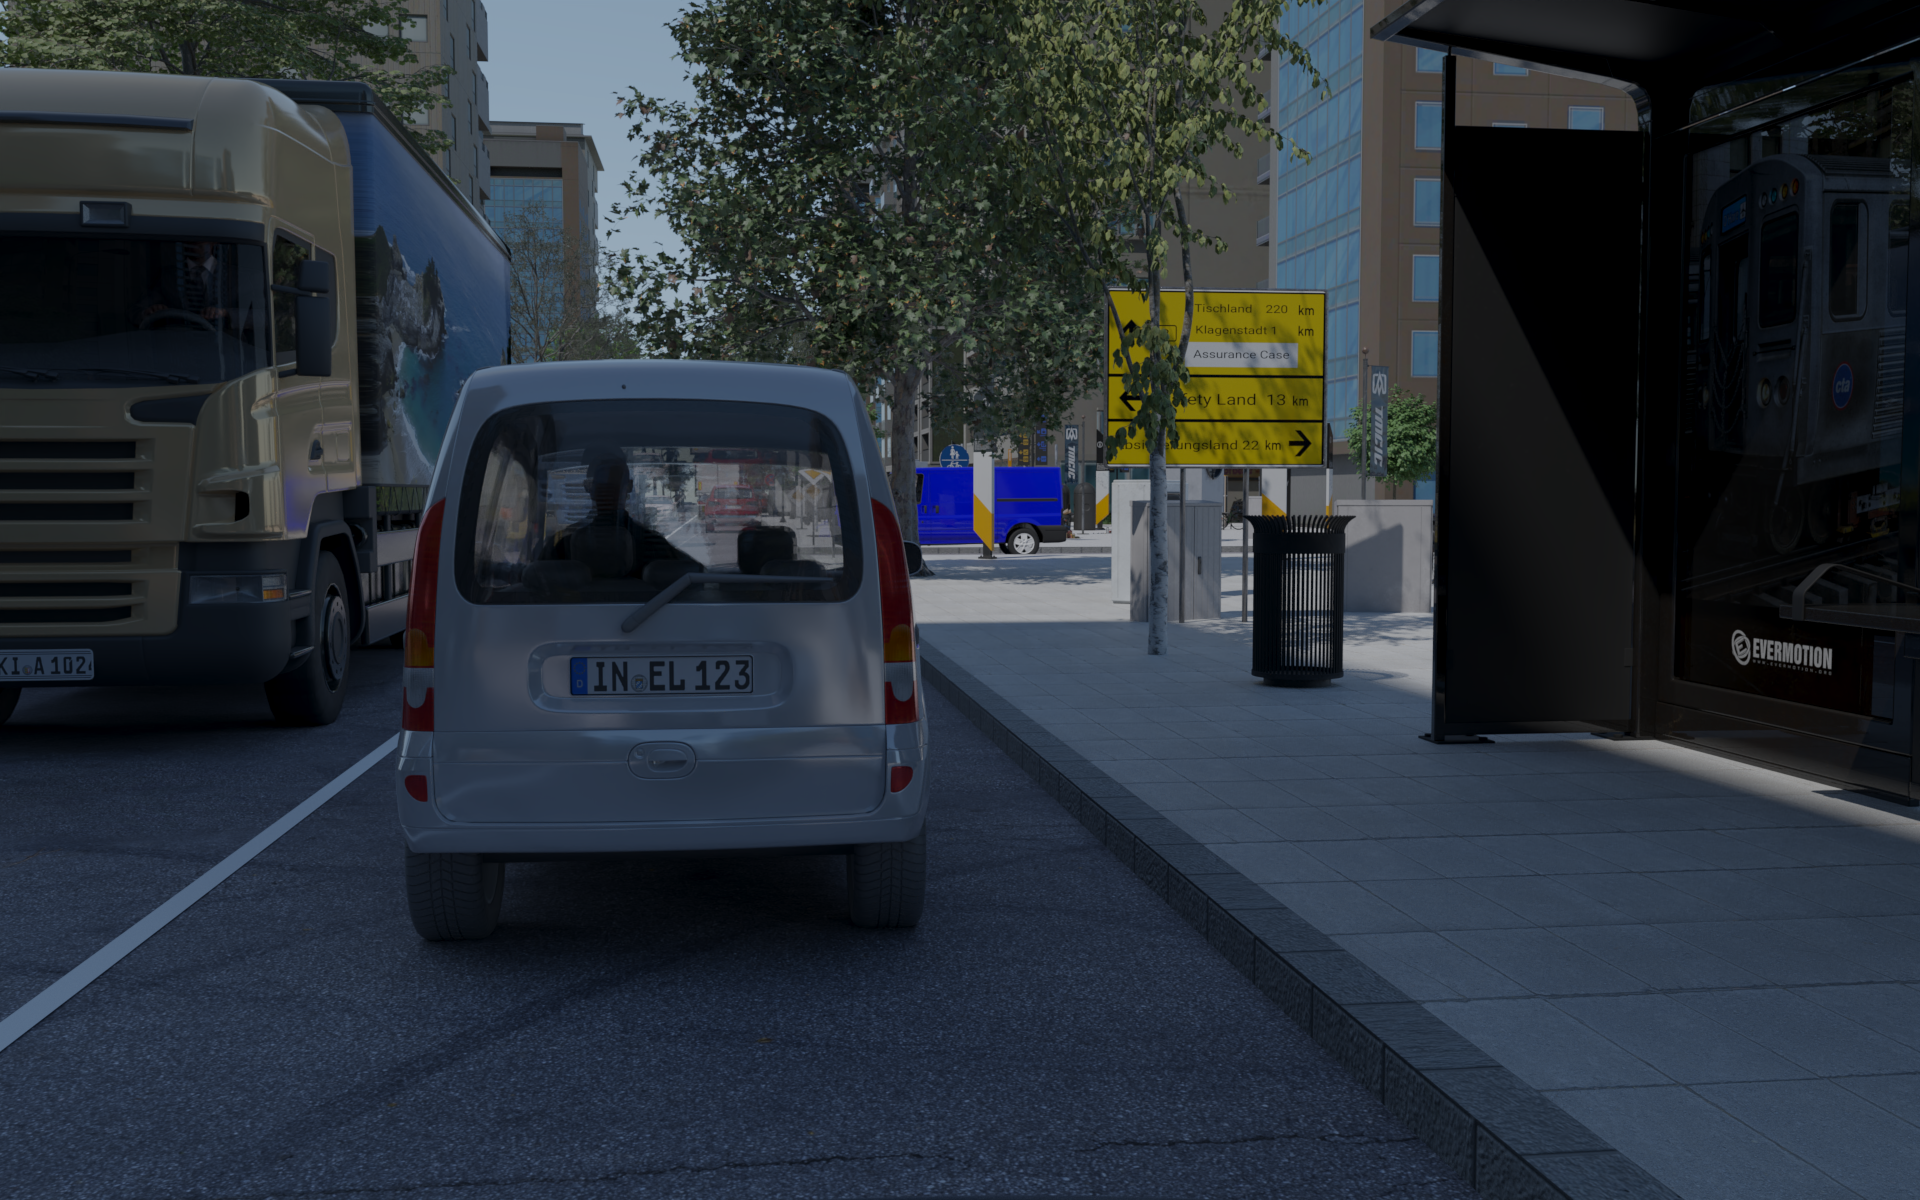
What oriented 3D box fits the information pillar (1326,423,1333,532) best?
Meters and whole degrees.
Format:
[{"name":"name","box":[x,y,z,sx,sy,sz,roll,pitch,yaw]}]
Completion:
[{"name":"information pillar","box":[12.161,-4.015,57.007,0.183,3.616,0.504,2,4,26]}]

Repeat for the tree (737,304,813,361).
[{"name":"tree","box":[-11.546,-12.388,109.198,9.857,13.997,8.962,0,3,0]}]

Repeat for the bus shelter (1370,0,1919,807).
[{"name":"bus shelter","box":[3.340,-0.896,5.925,1.731,3.624,6.357,0,4,-8]}]

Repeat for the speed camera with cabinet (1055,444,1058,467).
[{"name":"speed camera with cabinet","box":[3.445,-4.595,69.470,0.660,3.252,2.038,-1,4,-17]}]

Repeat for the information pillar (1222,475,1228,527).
[{"name":"information pillar","box":[10.348,-3.895,68.182,0.304,2.012,0.304,2,4,27]}]

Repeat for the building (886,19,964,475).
[{"name":"building","box":[4.895,-43.067,142.405,20.563,71.187,20.611,0,4,-8]}]

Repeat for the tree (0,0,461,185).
[{"name":"tree","box":[-10.933,-6.514,24.628,7.486,12.596,7.792,0,3,0]}]

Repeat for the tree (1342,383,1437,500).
[{"name":"tree","box":[12.962,-4.134,51.310,4.285,4.588,4.351,0,3,0]}]

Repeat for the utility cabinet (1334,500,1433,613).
[{"name":"utility cabinet","box":[4.600,-0.471,18.868,1.020,1.237,0.306,0,4,7]}]

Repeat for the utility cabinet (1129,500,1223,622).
[{"name":"utility cabinet","box":[2.213,-0.398,17.675,1.020,1.237,0.306,-2,4,-35]}]

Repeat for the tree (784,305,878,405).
[{"name":"tree","box":[-4.724,-6.540,57.288,4.360,8.622,3.978,0,3,0]}]

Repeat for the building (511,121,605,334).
[{"name":"building","box":[-66.046,-40.295,248.063,28.713,52.752,27.495,0,4,-8]}]

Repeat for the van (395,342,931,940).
[{"name":"van","box":[-1.098,0.001,7.003,2.013,2.044,4.112,0,4,-7]}]

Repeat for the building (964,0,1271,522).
[{"name":"building","box":[12.174,-28.463,89.070,21.300,48.544,21.600,0,4,-8]}]

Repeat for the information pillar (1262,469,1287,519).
[{"name":"information pillar","box":[6.114,-2.583,33.580,0.504,3.616,0.183,1,4,15]}]

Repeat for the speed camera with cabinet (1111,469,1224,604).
[{"name":"speed camera with cabinet","box":[2.537,-1.624,20.892,0.660,3.252,2.038,2,4,32]}]

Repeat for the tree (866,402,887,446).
[{"name":"tree","box":[-3.754,-4.129,51.222,4.285,4.588,4.351,0,3,0]}]

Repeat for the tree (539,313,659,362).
[{"name":"tree","box":[-20.582,-10.509,97.582,9.928,11.665,9.643,0,3,0]}]

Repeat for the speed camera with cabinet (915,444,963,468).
[{"name":"speed camera with cabinet","box":[-0.828,-3.154,45.912,0.660,3.252,2.038,-3,5,-40]}]

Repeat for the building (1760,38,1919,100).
[{"name":"building","box":[42.126,-25.496,66.964,14.200,45.320,14.600,0,4,-8]}]

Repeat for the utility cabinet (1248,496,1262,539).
[{"name":"utility cabinet","box":[8.637,-2.328,49.232,0.306,1.237,1.020,-2,4,-34]}]

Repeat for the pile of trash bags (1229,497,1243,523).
[{"name":"pile of trash bags","box":[11.291,-4.150,77.606,3.447,1.369,1.912,1,4,22]}]

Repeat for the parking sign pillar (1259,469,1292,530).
[{"name":"parking sign pillar","box":[11.341,-4.514,62.271,1.447,3.967,1.447,-3,5,-42]}]

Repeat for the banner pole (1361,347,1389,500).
[{"name":"banner pole","box":[7.073,-2.426,29.684,0.863,3.779,0.401,-3,4,-38]}]

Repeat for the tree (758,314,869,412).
[{"name":"tree","box":[-7.959,-9.235,85.407,7.601,10.594,8.767,-1,4,-18]}]

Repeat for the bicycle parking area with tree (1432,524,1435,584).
[{"name":"bicycle parking area with tree","box":[10.132,-2.221,23.322,8.231,4.147,9.016,0,4,7]}]

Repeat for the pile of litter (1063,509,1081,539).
[{"name":"pile of litter","box":[2.852,-2.222,50.301,1.176,0.858,1.719,-1,4,-14]}]

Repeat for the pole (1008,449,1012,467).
[{"name":"pole","box":[2.264,-5.181,78.559,0.158,3.312,0.155,0,3,0]}]

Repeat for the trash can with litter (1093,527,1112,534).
[{"name":"trash can with litter","box":[5.541,-2.737,55.805,2.233,1.210,1.678,2,4,35]}]

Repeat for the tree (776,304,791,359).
[{"name":"tree","box":[-17.948,-18.719,161.944,12.611,20.169,13.585,0,3,0]}]

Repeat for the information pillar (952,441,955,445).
[{"name":"information pillar","box":[-0.141,-5.162,75.758,0.504,3.616,0.183,0,4,-4]}]

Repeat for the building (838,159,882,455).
[{"name":"building","box":[-8.824,-35.208,225.753,14.600,45.320,14.200,0,4,-8]}]

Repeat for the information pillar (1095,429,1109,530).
[{"name":"information pillar","box":[5.117,-4.337,62.270,0.504,3.616,0.183,2,4,25]}]

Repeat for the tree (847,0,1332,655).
[{"name":"tree","box":[1.352,-3.866,13.564,4.737,8.622,4.395,0,3,0]}]

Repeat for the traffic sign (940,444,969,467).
[{"name":"traffic sign","box":[-0.141,-2.713,44.464,0.768,2.556,0.104,0,3,0]}]

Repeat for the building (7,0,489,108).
[{"name":"building","box":[-49.207,-32.790,125.359,28.713,52.752,27.495,0,4,-8]}]

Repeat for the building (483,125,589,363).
[{"name":"building","box":[-53.386,-34.498,214.157,14.600,45.320,14.200,0,4,-8]}]

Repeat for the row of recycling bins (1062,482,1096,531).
[{"name":"row of recycling bins","box":[3.171,-3.333,61.601,3.534,1.692,1.069,2,4,26]}]

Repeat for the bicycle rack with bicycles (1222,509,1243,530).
[{"name":"bicycle rack with bicycles","box":[8.921,-3.007,62.545,2.925,0.926,2.852,1,4,18]}]

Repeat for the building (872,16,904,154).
[{"name":"building","box":[2.938,-33.606,169.059,23.786,49.044,30.456,0,4,-8]}]

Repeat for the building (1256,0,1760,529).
[{"name":"building","box":[20.065,-25.337,64.378,14.200,45.320,14.600,0,4,-8]}]

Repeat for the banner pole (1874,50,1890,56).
[{"name":"banner pole","box":[4.786,-1.161,8.997,0.401,3.779,0.863,3,4,39]}]

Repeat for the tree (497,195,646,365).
[{"name":"tree","box":[-17.439,-9.899,72.226,12.009,13.543,11.850,0,3,0]}]

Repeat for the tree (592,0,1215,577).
[{"name":"tree","box":[-0.859,-6.716,26.817,9.611,12.733,9.660,0,3,0]}]

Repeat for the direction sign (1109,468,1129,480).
[{"name":"direction sign","box":[5.703,-4.335,62.882,0.876,3.537,0.379,1,4,9]}]

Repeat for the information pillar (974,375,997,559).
[{"name":"information pillar","box":[0.483,-2.620,34.187,0.504,3.616,0.183,3,5,41]}]

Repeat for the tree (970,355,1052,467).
[{"name":"tree","box":[2.400,-7.047,65.578,4.360,8.622,3.978,0,3,0]}]

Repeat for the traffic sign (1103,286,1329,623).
[{"name":"traffic sign","box":[2.529,-1.425,17.170,2.265,3.308,0.079,0,4,-7]}]

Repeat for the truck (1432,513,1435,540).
[{"name":"truck","box":[18.967,-3.178,41.718,18.799,4.110,2.967,0,4,-8]}]

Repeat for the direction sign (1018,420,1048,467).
[{"name":"direction sign","box":[1.974,-3.368,47.056,0.876,3.537,0.379,2,4,28]}]

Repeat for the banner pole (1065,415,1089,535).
[{"name":"banner pole","box":[3.690,-3.970,54.934,0.863,3.779,0.401,-1,4,-16]}]

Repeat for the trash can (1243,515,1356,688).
[{"name":"trash can","box":[2.274,0.000,11.649,0.748,1.137,0.748,0,3,0]}]

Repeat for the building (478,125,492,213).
[{"name":"building","box":[-54.774,-28.078,150.952,32.217,40.220,23.993,0,4,-8]}]

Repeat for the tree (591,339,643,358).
[{"name":"tree","box":[-25.550,-13.850,133.101,9.857,13.997,8.962,0,3,0]}]

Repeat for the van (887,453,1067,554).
[{"name":"van","box":[-0.302,-2.111,38.891,5.245,2.365,2.240,0,4,-6]}]

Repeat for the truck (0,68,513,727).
[{"name":"truck","box":[-5.509,-1.530,13.934,2.839,4.237,11.283,0,4,-8]}]
